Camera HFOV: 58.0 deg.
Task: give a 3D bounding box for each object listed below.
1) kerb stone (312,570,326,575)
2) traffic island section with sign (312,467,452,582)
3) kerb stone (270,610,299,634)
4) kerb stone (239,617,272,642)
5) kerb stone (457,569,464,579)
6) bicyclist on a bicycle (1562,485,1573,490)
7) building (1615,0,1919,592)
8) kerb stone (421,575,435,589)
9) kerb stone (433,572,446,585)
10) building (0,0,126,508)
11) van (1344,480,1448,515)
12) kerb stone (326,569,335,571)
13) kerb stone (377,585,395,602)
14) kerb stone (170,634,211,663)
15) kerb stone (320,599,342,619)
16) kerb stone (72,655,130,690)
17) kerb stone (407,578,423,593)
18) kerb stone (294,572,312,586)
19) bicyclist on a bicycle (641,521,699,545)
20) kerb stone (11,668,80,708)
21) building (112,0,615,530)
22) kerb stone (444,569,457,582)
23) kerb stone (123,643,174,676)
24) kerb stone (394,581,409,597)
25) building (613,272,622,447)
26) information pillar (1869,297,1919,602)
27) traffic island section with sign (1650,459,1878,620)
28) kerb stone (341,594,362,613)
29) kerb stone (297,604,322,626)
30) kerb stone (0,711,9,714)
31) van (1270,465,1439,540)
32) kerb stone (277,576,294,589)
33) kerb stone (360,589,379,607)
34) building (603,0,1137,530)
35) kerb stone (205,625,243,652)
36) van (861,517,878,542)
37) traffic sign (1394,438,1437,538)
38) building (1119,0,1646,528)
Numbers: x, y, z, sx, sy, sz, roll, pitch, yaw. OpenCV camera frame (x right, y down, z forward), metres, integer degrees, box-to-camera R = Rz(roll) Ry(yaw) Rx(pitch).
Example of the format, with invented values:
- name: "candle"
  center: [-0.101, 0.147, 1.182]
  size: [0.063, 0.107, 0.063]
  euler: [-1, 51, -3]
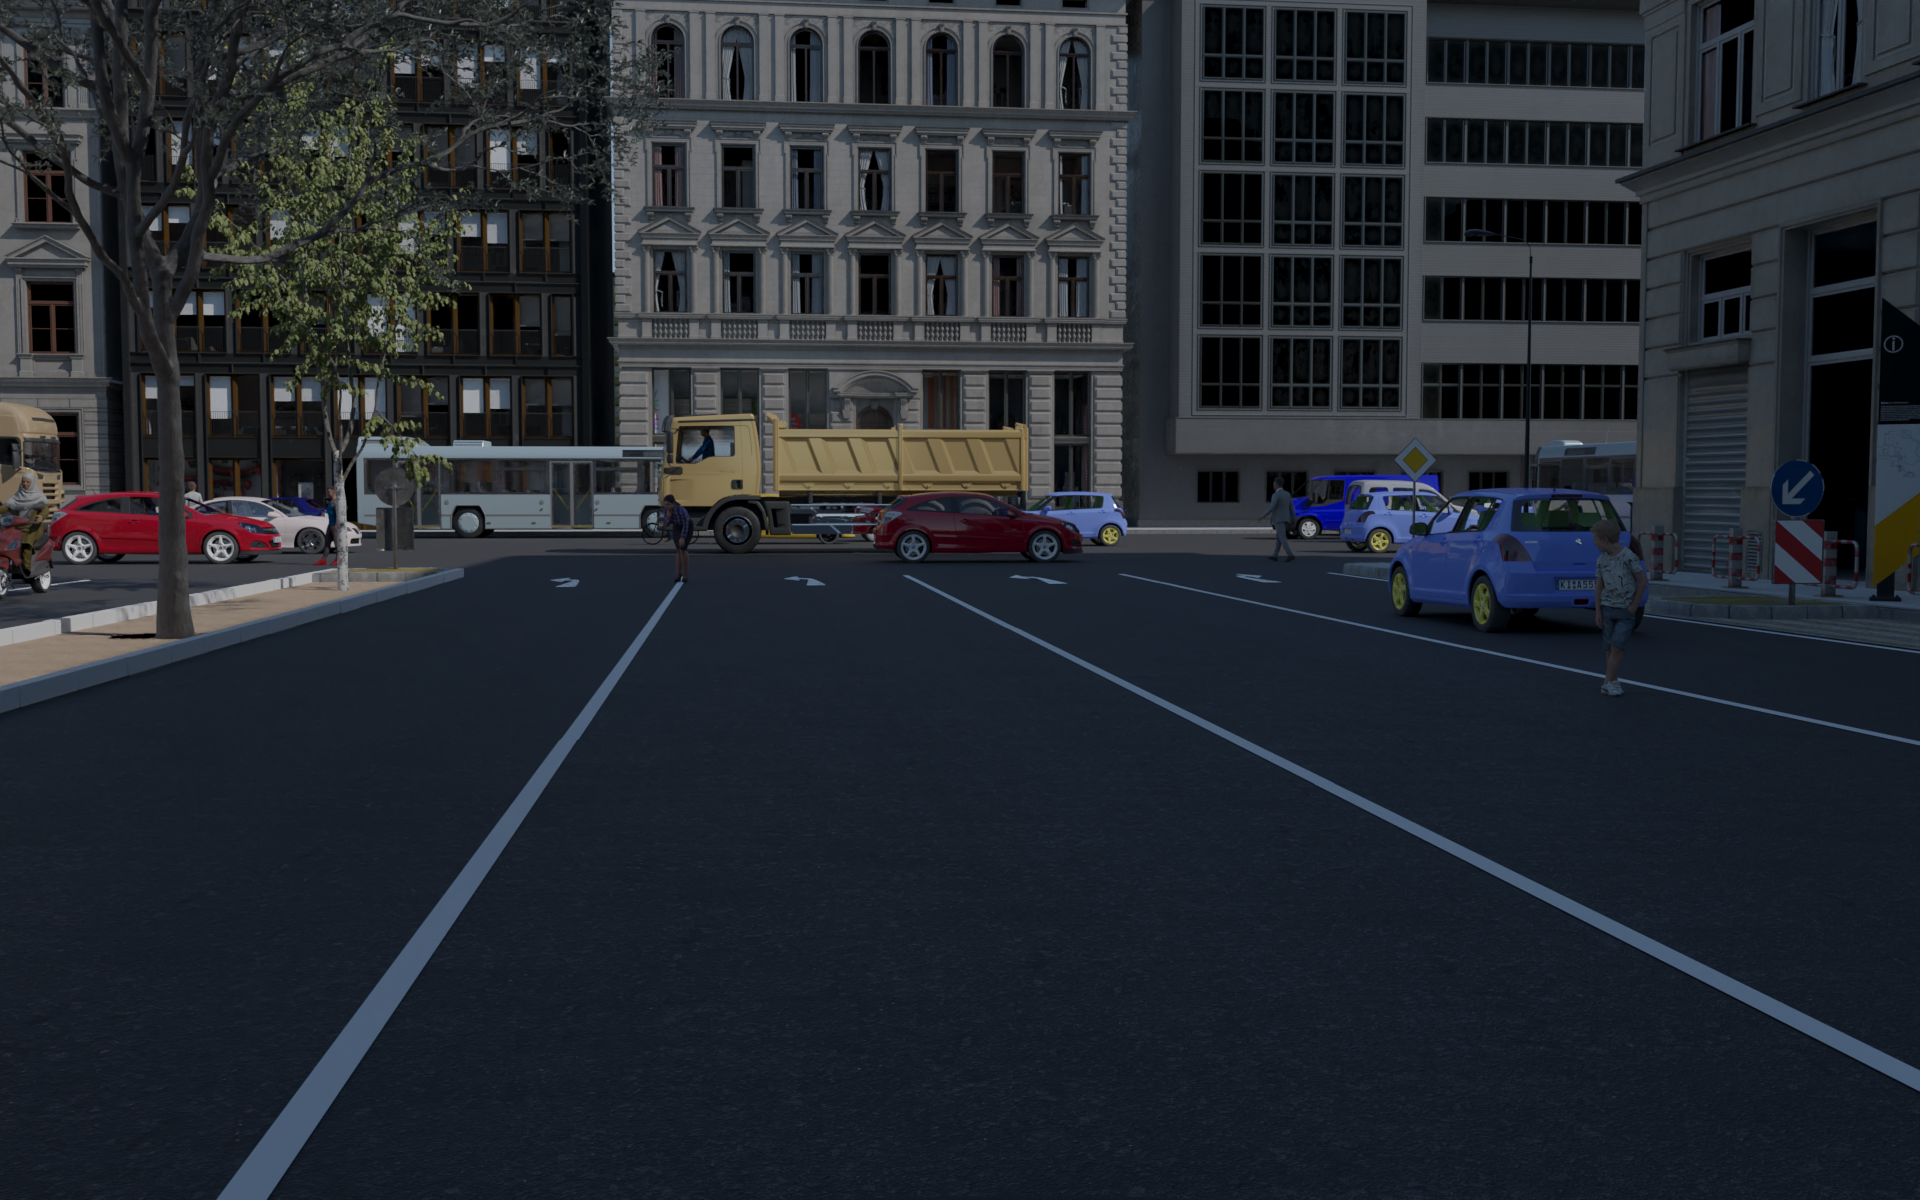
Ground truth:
- name: "kerb stone"
  center: [-10.548, -0.368, 28.219]
  size: [0.120, 0.150, 1.000]
  euler: [0, 4, -7]
- name: "traffic island section with sign"
  center: [-9.581, -1.275, 28.978]
  size: [2.006, 1.907, 1.989]
  euler: [0, 4, -7]
- name: "kerb stone"
  center: [-7.172, 0.245, 18.209]
  size: [0.120, 0.150, 1.000]
  euler: [0, 4, -7]
- name: "kerb stone"
  center: [-7.046, 0.307, 17.178]
  size: [0.120, 0.150, 1.000]
  euler: [0, 4, -7]
- name: "kerb stone"
  center: [-8.580, -0.439, 29.453]
  size: [0.120, 0.150, 1.000]
  euler: [0, 4, -7]
- name: "bicyclist on a bicycle"
  center: [12.434, -1.565, 35.602]
  size: [1.625, 1.676, 1.499]
  euler: [0, 4, -5]
- name: "building"
  center: [20.542, -11.173, 15.969]
  size: [16.112, 22.955, 30.059]
  euler: [0, 4, -7]
- name: "kerb stone"
  center: [-8.192, -0.257, 26.397]
  size: [0.120, 0.150, 1.000]
  euler: [0, 4, -7]
- name: "kerb stone"
  center: [-8.326, -0.316, 27.415]
  size: [0.120, 0.150, 1.000]
  euler: [0, 4, -7]
- name: "building"
  center: [-40.140, -13.924, 63.821]
  size: [21.152, 22.565, 11.583]
  euler: [0, 4, -7]
- name: "van"
  center: [13.621, -2.744, 51.878]
  size: [4.112, 2.044, 2.013]
  euler: [0, 4, -8]
- name: "kerb stone"
  center: [-10.668, -0.431, 29.244]
  size: [0.120, 0.150, 1.000]
  euler: [0, 4, -7]
- name: "kerb stone"
  center: [-7.814, -0.070, 23.335]
  size: [0.120, 0.150, 1.000]
  euler: [0, 4, -7]
- name: "kerb stone"
  center: [-6.790, 0.431, 15.141]
  size: [0.120, 0.150, 1.000]
  euler: [0, 4, -7]
- name: "kerb stone"
  center: [-7.433, 0.119, 20.257]
  size: [0.120, 0.150, 1.000]
  euler: [0, 4, -7]
- name: "kerb stone"
  center: [-6.540, 0.556, 13.102]
  size: [0.120, 0.150, 1.000]
  euler: [0, 4, -7]
- name: "kerb stone"
  center: [-8.064, -0.195, 25.376]
  size: [0.120, 0.150, 1.000]
  euler: [0, 4, -7]
- name: "kerb stone"
  center: [-10.409, -0.306, 27.191]
  size: [0.120, 0.150, 1.000]
  euler: [0, 4, -7]
- name: "bicyclist on a bicycle"
  center: [-8.185, -2.377, 48.885]
  size: [1.625, 1.676, 1.499]
  euler: [-1, 4, -9]
- name: "kerb stone"
  center: [-6.410, 0.618, 12.084]
  size: [0.120, 0.150, 1.000]
  euler: [0, 4, -7]
- name: "building"
  center: [-21.842, -14.484, 66.498]
  size: [15.834, 23.373, 12.332]
  euler: [0, 4, -7]
- name: "kerb stone"
  center: [-8.447, -0.382, 28.434]
  size: [0.120, 0.150, 1.000]
  euler: [0, 4, -7]
- name: "kerb stone"
  center: [-6.661, 0.494, 14.123]
  size: [0.120, 0.150, 1.000]
  euler: [0, 4, -7]
- name: "kerb stone"
  center: [-7.945, -0.131, 24.356]
  size: [0.120, 0.150, 1.000]
  euler: [0, 4, -7]
- name: "building"
  center: [-50.216, -27.720, 224.923]
  size: [14.107, 30.474, 14.160]
  euler: [0, 4, -7]
- name: "information pillar"
  center: [11.164, -1.789, 20.613]
  size: [0.504, 3.616, 0.183]
  euler: [2, 4, 28]
- name: "traffic island section with sign"
  center: [9.398, -0.733, 20.617]
  size: [1.989, 1.847, 2.006]
  euler: [0, 4, -7]
- name: "kerb stone"
  center: [-7.550, 0.058, 21.277]
  size: [0.120, 0.150, 1.000]
  euler: [0, 4, -7]
- name: "kerb stone"
  center: [-7.305, 0.183, 19.238]
  size: [0.120, 0.150, 1.000]
  euler: [0, 4, -7]
- name: "kerb stone"
  center: [-6.282, 0.681, 11.065]
  size: [0.120, 0.150, 1.000]
  euler: [0, 4, -7]
- name: "van"
  center: [12.571, -3.114, 55.294]
  size: [5.245, 2.365, 2.240]
  euler: [0, 4, -6]
- name: "kerb stone"
  center: [-10.289, -0.243, 26.171]
  size: [0.120, 0.150, 1.000]
  euler: [0, 4, -7]
- name: "kerb stone"
  center: [-7.688, -0.003, 22.305]
  size: [0.120, 0.150, 1.000]
  euler: [0, 4, -7]
- name: "building"
  center: [-3.685, -14.596, 67.527]
  size: [19.941, 23.489, 11.050]
  euler: [0, 4, -7]
- name: "kerb stone"
  center: [-6.921, 0.371, 16.159]
  size: [0.120, 0.150, 1.000]
  euler: [0, 4, -7]
- name: "van"
  center: [-1.377, -2.793, 52.674]
  size: [4.112, 2.044, 2.013]
  euler: [-1, 4, -9]
- name: "traffic sign"
  center: [8.087, -1.665, 30.863]
  size: [0.795, 2.450, 0.064]
  euler: [0, 4, -7]
- name: "building"
  center: [20.908, -15.488, 72.296]
  size: [30.058, 24.678, 14.314]
  euler: [0, 4, -7]
